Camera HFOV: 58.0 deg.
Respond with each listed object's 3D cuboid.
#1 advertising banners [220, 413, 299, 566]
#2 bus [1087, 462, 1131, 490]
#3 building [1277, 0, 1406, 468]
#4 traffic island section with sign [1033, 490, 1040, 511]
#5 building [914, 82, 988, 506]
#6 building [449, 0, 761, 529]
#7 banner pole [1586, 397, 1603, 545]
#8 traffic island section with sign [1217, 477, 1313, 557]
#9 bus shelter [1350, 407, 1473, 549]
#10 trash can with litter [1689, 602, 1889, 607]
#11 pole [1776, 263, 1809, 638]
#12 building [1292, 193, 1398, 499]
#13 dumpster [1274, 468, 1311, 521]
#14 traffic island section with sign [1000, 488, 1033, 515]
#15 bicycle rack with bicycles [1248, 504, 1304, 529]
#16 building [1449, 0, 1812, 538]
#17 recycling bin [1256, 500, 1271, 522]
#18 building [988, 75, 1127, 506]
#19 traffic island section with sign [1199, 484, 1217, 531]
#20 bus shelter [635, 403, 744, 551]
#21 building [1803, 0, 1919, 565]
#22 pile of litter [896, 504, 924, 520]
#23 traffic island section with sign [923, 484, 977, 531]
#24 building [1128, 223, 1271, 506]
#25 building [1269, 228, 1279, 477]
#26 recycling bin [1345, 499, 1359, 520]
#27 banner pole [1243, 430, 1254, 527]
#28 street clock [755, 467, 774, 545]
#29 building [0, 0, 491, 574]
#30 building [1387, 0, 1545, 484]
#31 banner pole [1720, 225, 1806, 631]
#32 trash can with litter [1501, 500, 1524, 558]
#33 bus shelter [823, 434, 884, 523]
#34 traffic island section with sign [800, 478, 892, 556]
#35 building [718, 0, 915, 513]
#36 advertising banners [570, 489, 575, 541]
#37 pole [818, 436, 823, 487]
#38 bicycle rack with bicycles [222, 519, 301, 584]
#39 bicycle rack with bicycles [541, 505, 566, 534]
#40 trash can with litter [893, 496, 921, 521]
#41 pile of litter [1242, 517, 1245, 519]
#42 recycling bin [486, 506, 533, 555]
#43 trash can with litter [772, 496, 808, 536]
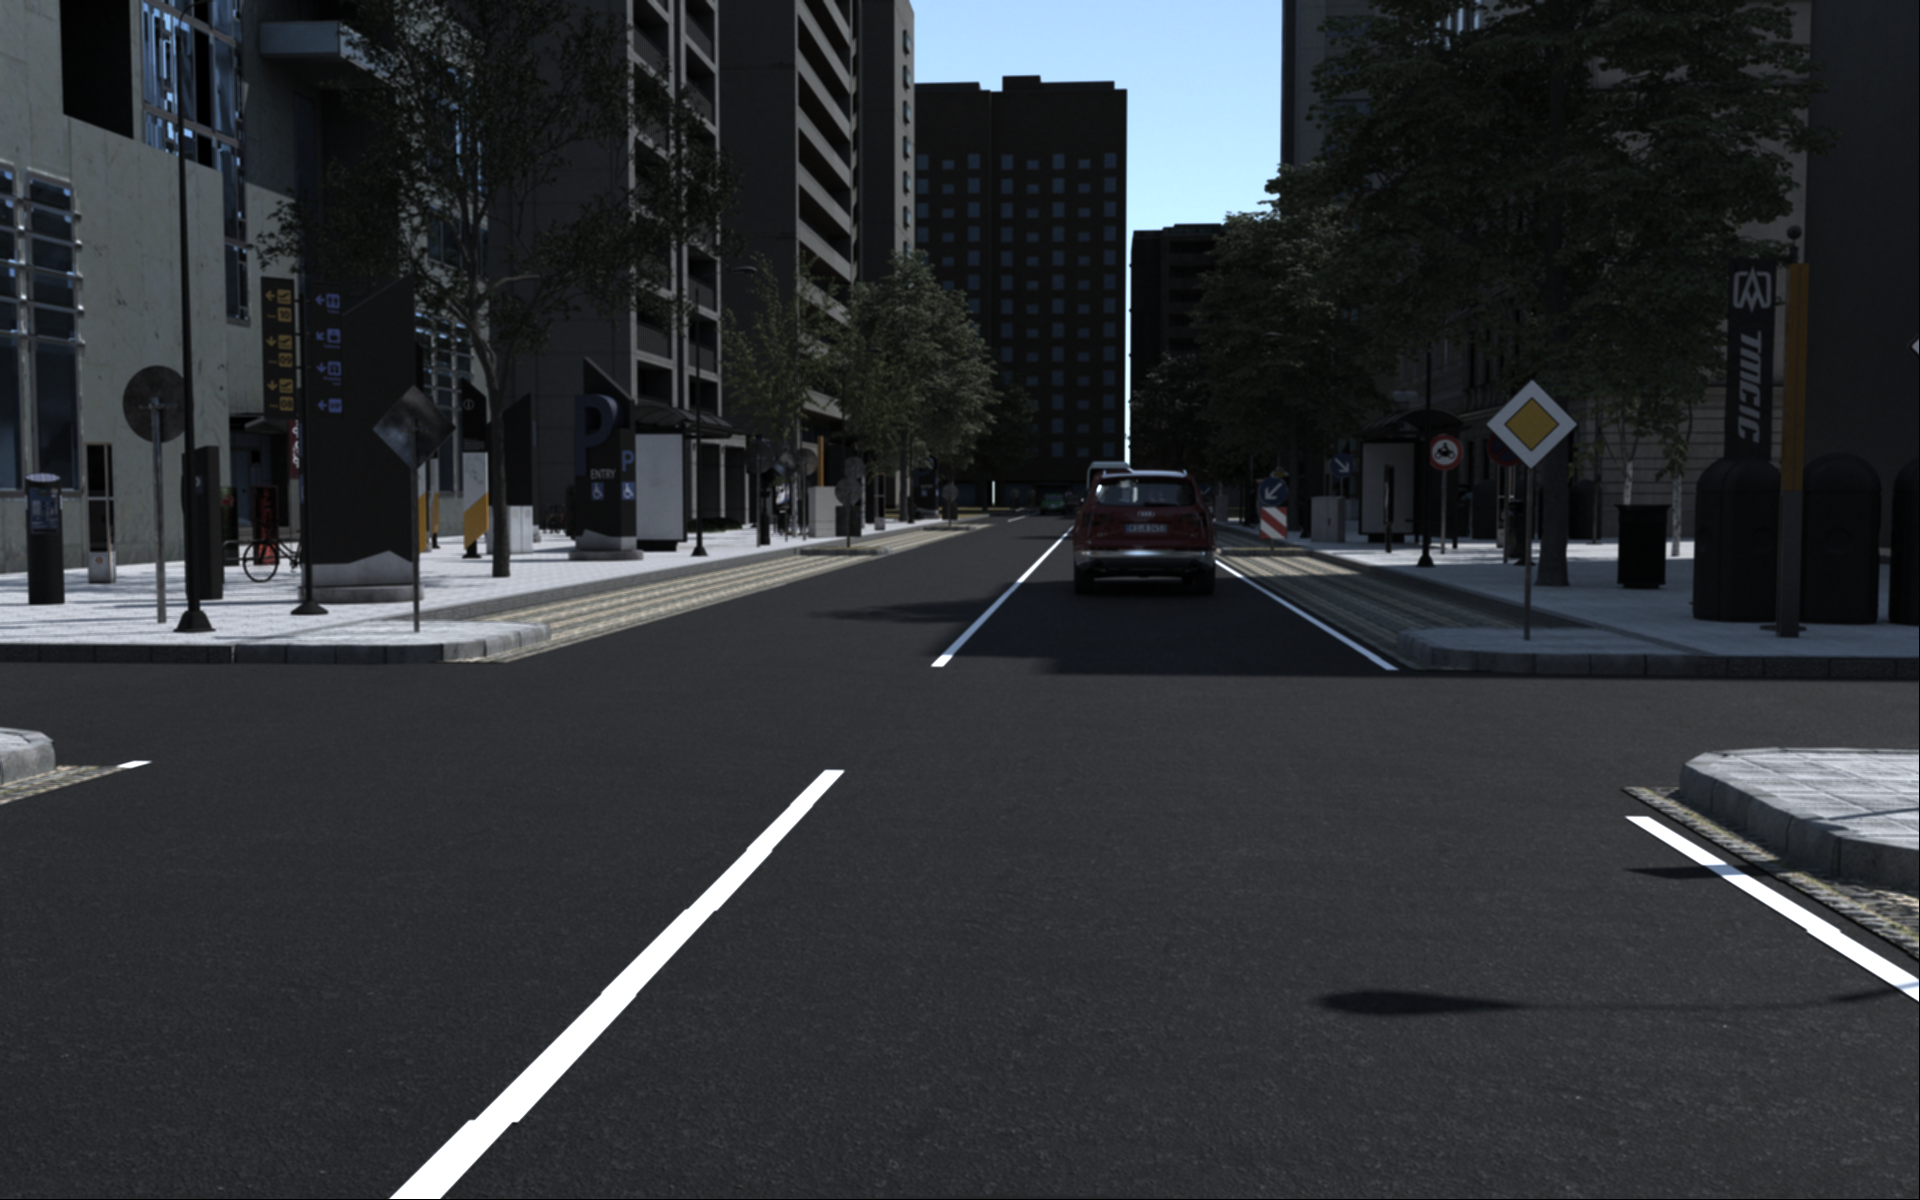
[{"bbox_3d":[-12.556,-2.142,31.202,0.090,3.025,2.074,3,5,39],"label":"advertising banners"},{"bbox_3d":[9.194,-6.739,105.038,2.948,3.499,13.247,0,4,6],"label":"bus"},{"bbox_3d":[36.707,-36.616,140.668,21.231,58.520,28.212,0,4,5],"label":"building"},{"bbox_3d":[6.055,-8.318,144.626,1.989,1.847,2.006,0,4,5],"label":"traffic island section with sign"},{"bbox_3d":[-3.353,-32.963,189.063,14.200,45.320,14.600,0,4,5],"label":"building"},{"bbox_3d":[-19.077,-38.771,72.150,20.563,71.187,20.611,0,4,5],"label":"building"},{"bbox_3d":[16.134,-3.289,43.798,0.401,3.779,0.863,0,4,8],"label":"banner pole"},{"bbox_3d":[7.113,-1.940,40.348,1.989,1.847,2.006,0,4,5],"label":"traffic island section with sign"},{"bbox_3d":[11.099,-3.004,43.035,2.014,3.302,5.546,0,4,5],"label":"bus shelter"},{"bbox_3d":[9.720,-0.556,20.147,2.233,1.210,1.678,2,4,24],"label":"trash can with litter"},{"bbox_3d":[7.426,-1.321,15.449,0.158,3.312,0.155,0,3,0],"label":"pole"},{"bbox_3d":[37.108,-16.384,112.924,27.650,21.520,28.899,0,4,5],"label":"building"},{"bbox_3d":[12.564,-3.898,66.230,1.502,2.255,1.985,0,4,5],"label":"dumpster"},{"bbox_3d":[3.769,-6.655,117.440,1.989,1.847,2.006,0,4,5],"label":"traffic island section with sign"},{"bbox_3d":[12.291,-3.082,63.768,2.852,0.926,2.925,-1,4,-20],"label":"bicycle rack with bicycles"},{"bbox_3d":[23.765,-11.900,59.187,10.561,19.102,19.286,0,4,5],"label":"building"},{"bbox_3d":[13.696,-4.053,78.814,0.722,1.027,0.722,-1,4,-19],"label":"recycling bin"},{"bbox_3d":[10.868,-32.938,188.643,14.200,45.320,14.600,0,4,5],"label":"building"},{"bbox_3d":[9.364,-3.583,67.210,1.989,1.847,2.006,0,4,5],"label":"traffic island section with sign"},{"bbox_3d":[-6.689,-2.893,41.222,2.014,3.302,5.546,0,4,5],"label":"bus shelter"},{"bbox_3d":[28.476,-14.274,26.886,24.014,27.812,14.314,0,4,5],"label":"building"},{"bbox_3d":[-2.545,-4.457,86.840,1.719,0.858,1.176,-1,4,-16],"label":"pile of litter"},{"bbox_3d":[-0.356,-3.638,68.103,1.989,1.847,2.006,0,4,5],"label":"traffic island section with sign"},{"bbox_3d":[25.446,-25.452,187.838,14.107,30.474,14.160,0,4,5],"label":"building"},{"bbox_3d":[39.455,-25.344,186.083,14.107,30.474,14.160,0,4,5],"label":"building"},{"bbox_3d":[19.261,-4.430,84.977,0.722,1.027,0.722,-1,4,-20],"label":"recycling bin"},{"bbox_3d":[11.286,-4.725,67.274,0.401,3.779,0.863,0,4,-4],"label":"banner pole"},{"bbox_3d":[-4.921,-2.388,43.616,0.358,2.002,0.471,3,4,38],"label":"street clock"},{"bbox_3d":[-25.440,-44.384,38.353,22.319,86.520,31.000,0,4,5],"label":"building"},{"bbox_3d":[27.730,-17.895,78.488,13.634,28.700,20.117,0,4,5],"label":"building"},{"bbox_3d":[7.547,-1.604,16.237,0.863,3.779,0.401,0,4,-5],"label":"banner pole"},{"bbox_3d":[11.154,-1.436,34.873,0.624,1.170,1.055,1,4,11],"label":"trash can with litter"},{"bbox_3d":[-4.321,-4.837,70.365,1.731,3.624,6.357,0,4,5],"label":"bus shelter"},{"bbox_3d":[-2.642,-1.975,40.925,1.989,1.847,2.006,0,4,5],"label":"traffic island section with sign"},{"bbox_3d":[-15.521,-32.146,149.285,21.600,48.544,21.300,0,4,5],"label":"building"},{"bbox_3d":[-10.353,-3.191,48.368,0.090,3.025,2.074,1,4,16],"label":"advertising banners"},{"bbox_3d":[-4.894,-4.094,60.783,0.158,3.312,0.155,0,3,0],"label":"pole"},{"bbox_3d":[-9.216,-0.730,25.313,2.852,0.926,2.925,1,4,20],"label":"bicycle rack with bicycles"},{"bbox_3d":[-13.871,-2.669,57.024,2.852,0.926,2.925,0,4,6],"label":"bicycle rack with bicycles"},{"bbox_3d":[-2.686,-4.445,83.731,1.678,1.210,2.233,2,4,26],"label":"trash can with litter"},{"bbox_3d":[14.993,-4.498,87.505,1.176,0.858,1.719,-1,4,-22],"label":"pile of litter"},{"bbox_3d":[-9.644,-1.500,37.073,0.722,1.027,0.722,2,4,32],"label":"recycling bin"},{"bbox_3d":[-4.895,-2.580,53.241,1.678,1.210,2.233,-3,4,-39],"label":"trash can with litter"}]
